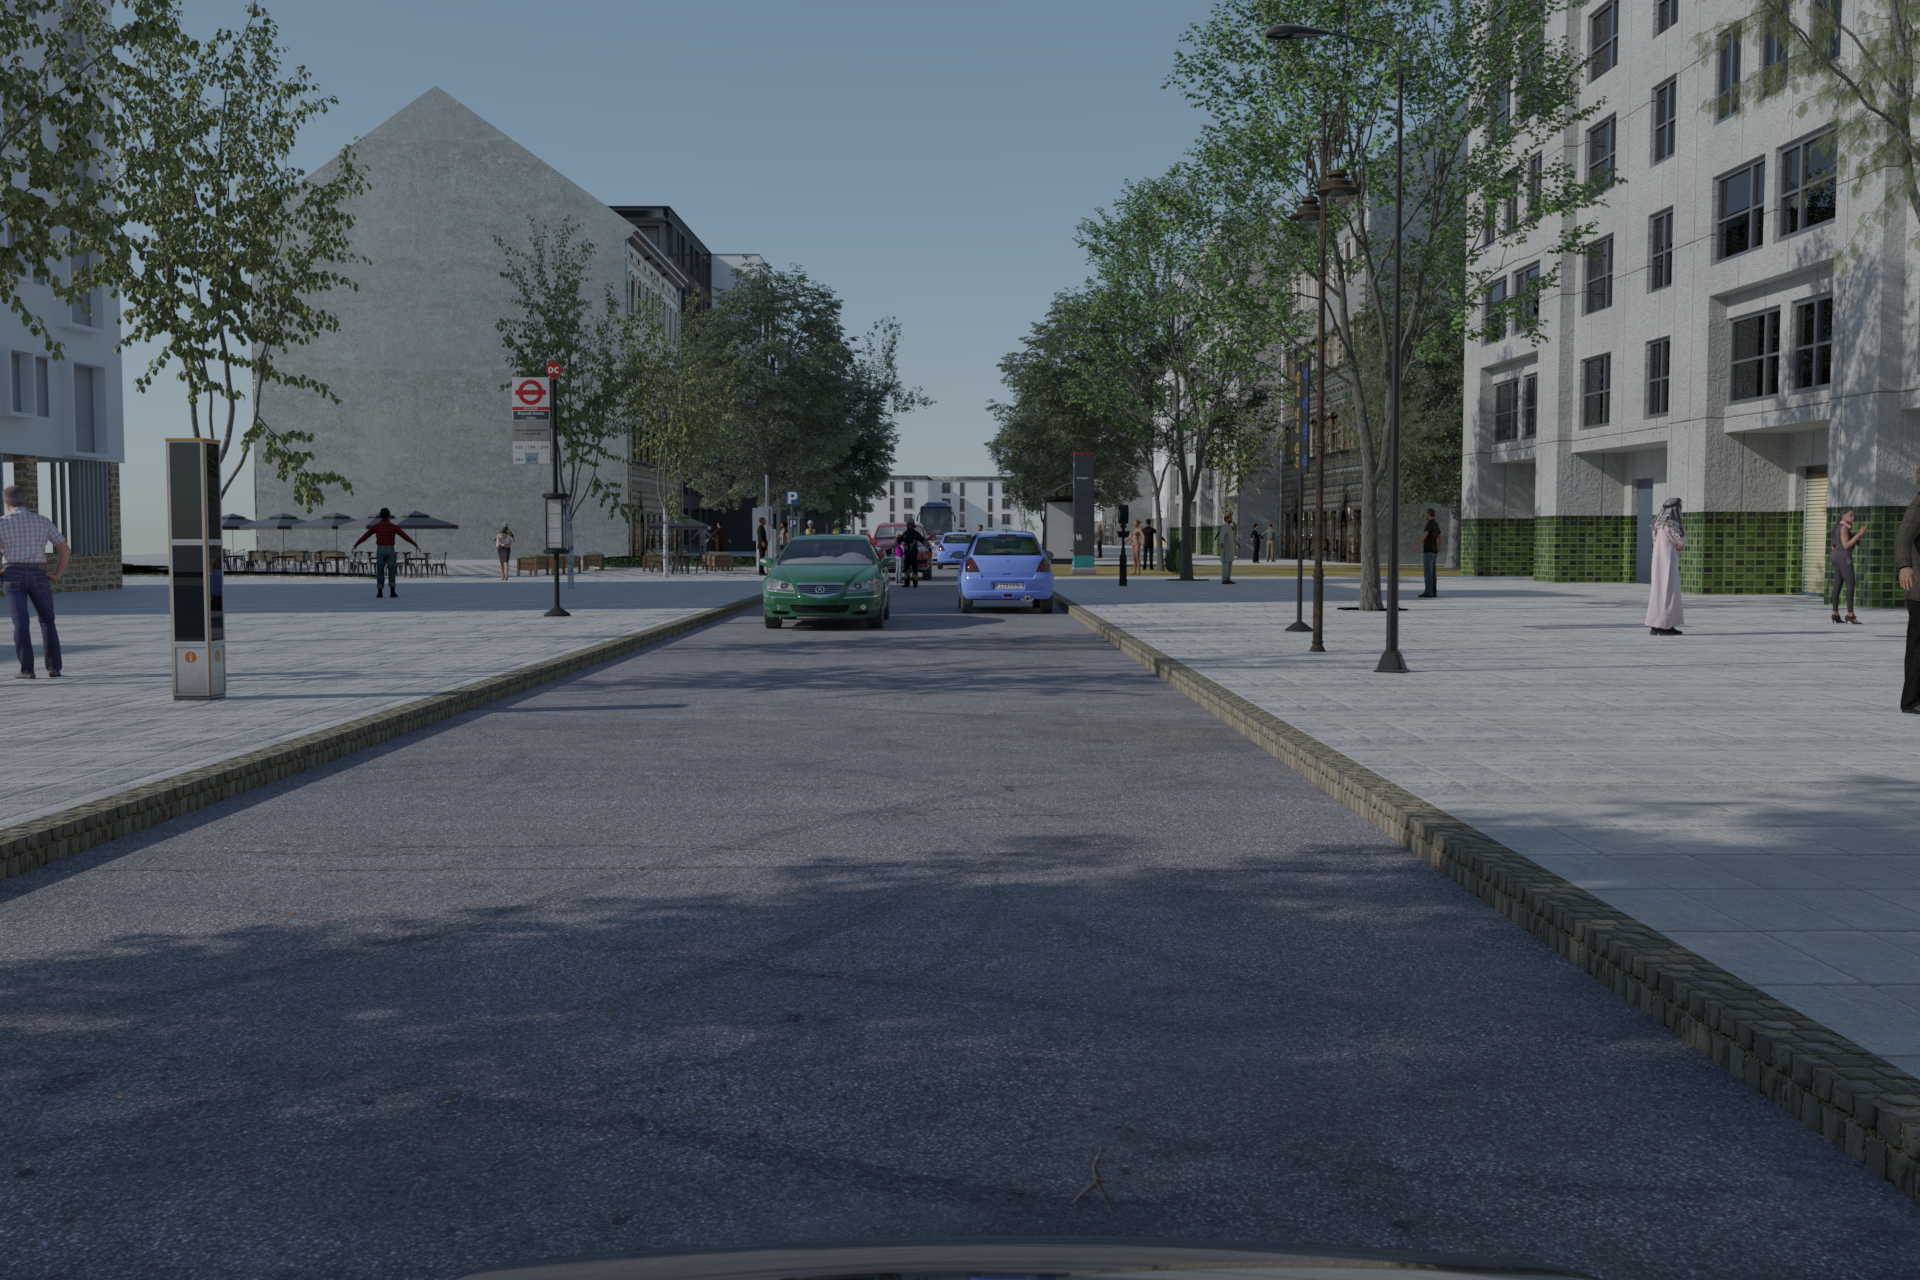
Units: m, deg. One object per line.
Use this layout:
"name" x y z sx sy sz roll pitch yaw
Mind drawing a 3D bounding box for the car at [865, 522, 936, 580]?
"car" -1.908 -2.871 55.616 2.281 1.827 5.304 0 4 -1

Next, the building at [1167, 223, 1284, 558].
"building" 23.115 -14.723 107.183 16.747 18.905 31.486 0 3 0

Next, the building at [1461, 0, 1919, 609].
"building" 24.035 -10.473 37.696 16.747 18.905 31.486 0 4 0

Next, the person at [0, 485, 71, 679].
"person" -8.315 -0.513 15.376 0.756 1.711 0.436 -2 4 -32

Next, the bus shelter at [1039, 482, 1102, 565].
"bus shelter" 4.415 -4.665 70.198 2.014 3.302 5.546 0 4 -2

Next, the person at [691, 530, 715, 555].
"person" -13.514 -5.188 91.009 1.347 1.806 0.705 1 4 12

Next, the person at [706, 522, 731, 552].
"person" -10.296 -4.162 74.193 0.704 1.812 1.346 3 5 44

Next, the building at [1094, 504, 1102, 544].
"building" 22.596 -22.701 227.573 16.016 20.090 11.380 0 4 0

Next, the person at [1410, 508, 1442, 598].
"person" 9.499 -1.766 35.092 0.705 1.803 1.348 3 4 38

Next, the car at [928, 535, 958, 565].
"car" -1.022 -4.224 81.429 2.083 1.381 4.827 0 4 0

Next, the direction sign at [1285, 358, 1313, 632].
"direction sign" 4.478 -1.881 22.753 0.379 3.537 0.876 0 3 0

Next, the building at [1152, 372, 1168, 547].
"building" 25.533 -19.946 182.533 16.016 20.090 11.380 0 4 -1

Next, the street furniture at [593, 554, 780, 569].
"street furniture" -8.816 -3.137 66.918 10.072 0.657 5.734 0 4 2

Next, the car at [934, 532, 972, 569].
"car" -0.096 -3.792 71.582 1.945 1.707 3.694 0 4 0

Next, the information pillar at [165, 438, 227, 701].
"information pillar" -5.910 -0.545 13.405 0.304 2.012 0.304 0 4 -1

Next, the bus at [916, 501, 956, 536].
"bus" -1.732 -8.651 132.998 2.896 3.916 12.251 0 4 0

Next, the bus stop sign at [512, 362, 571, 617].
"bus stop sign" -6.515 -2.339 26.952 0.855 3.939 0.416 0 4 -1

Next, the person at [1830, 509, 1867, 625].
"person" 12.709 -1.054 24.746 0.415 1.643 0.593 -2 4 -32

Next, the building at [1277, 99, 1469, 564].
"building" 26.175 -15.325 81.488 19.493 23.208 18.063 0 4 -1

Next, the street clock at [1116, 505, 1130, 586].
"street clock" 4.017 -2.327 42.617 0.358 2.002 0.471 0 3 0

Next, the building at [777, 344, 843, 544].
"building" -28.704 -21.952 202.890 27.936 21.610 32.646 0 4 0

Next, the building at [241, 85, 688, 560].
"building" -25.815 -16.119 94.467 19.493 23.208 18.063 0 4 -1

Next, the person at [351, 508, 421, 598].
"person" -11.610 -1.769 35.027 1.345 1.816 0.704 -1 4 -13

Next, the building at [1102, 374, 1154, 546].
"building" 26.017 -22.240 194.558 19.493 23.208 18.063 0 4 0

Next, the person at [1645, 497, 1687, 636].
"person" 8.968 -0.929 21.899 0.621 1.740 0.551 -1 4 -10

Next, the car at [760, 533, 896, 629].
"car" -2.076 -0.976 27.761 2.131 1.459 4.920 0 4 -1

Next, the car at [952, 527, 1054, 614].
"car" 0.817 -1.404 32.551 1.945 1.707 3.694 0 4 -1

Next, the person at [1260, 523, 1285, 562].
"person" 14.325 -4.497 79.791 1.348 1.796 0.705 2 4 30

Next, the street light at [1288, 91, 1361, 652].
"street light" 3.901 -2.809 18.718 0.468 5.910 1.993 0 3 0

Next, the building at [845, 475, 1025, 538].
"building" -4.665 -18.527 247.526 28.070 9.664 9.099 0 4 -1

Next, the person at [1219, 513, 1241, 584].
"person" 6.881 -2.342 44.381 0.704 1.819 1.344 2 4 29

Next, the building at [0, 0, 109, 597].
"building" -24.392 -10.435 27.030 16.016 20.090 11.380 0 4 -1

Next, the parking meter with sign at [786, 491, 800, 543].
"parking meter with sign" -6.804 -4.580 71.136 0.543 3.016 1.738 0 4 -1

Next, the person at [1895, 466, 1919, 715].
"person" 6.959 -0.380 12.392 1.348 1.807 0.705 -3 5 -41

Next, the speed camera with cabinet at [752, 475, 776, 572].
"speed camera with cabinet" -6.630 -3.935 58.668 0.660 3.252 2.038 0 4 1

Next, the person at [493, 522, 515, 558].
"person" -22.189 -4.815 84.487 0.705 1.858 1.354 2 4 30

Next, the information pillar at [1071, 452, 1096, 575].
"information pillar" 3.928 -4.015 55.026 0.750 3.857 0.750 0 4 0

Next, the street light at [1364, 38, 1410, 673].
"street light" 4.561 -2.654 15.937 1.470 5.913 1.316 0 3 0

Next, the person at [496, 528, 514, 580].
"person" -12.619 -2.363 47.862 0.628 1.438 0.799 -3 5 -42

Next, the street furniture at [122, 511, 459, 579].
"street furniture" -28.308 -3.164 56.753 14.083 1.986 27.439 -3 5 -45

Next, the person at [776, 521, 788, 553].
"person" -7.603 -4.175 74.410 0.704 1.843 1.345 -2 4 -28

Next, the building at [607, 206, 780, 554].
"building" -28.573 -17.149 124.361 27.936 21.610 32.646 0 3 0
